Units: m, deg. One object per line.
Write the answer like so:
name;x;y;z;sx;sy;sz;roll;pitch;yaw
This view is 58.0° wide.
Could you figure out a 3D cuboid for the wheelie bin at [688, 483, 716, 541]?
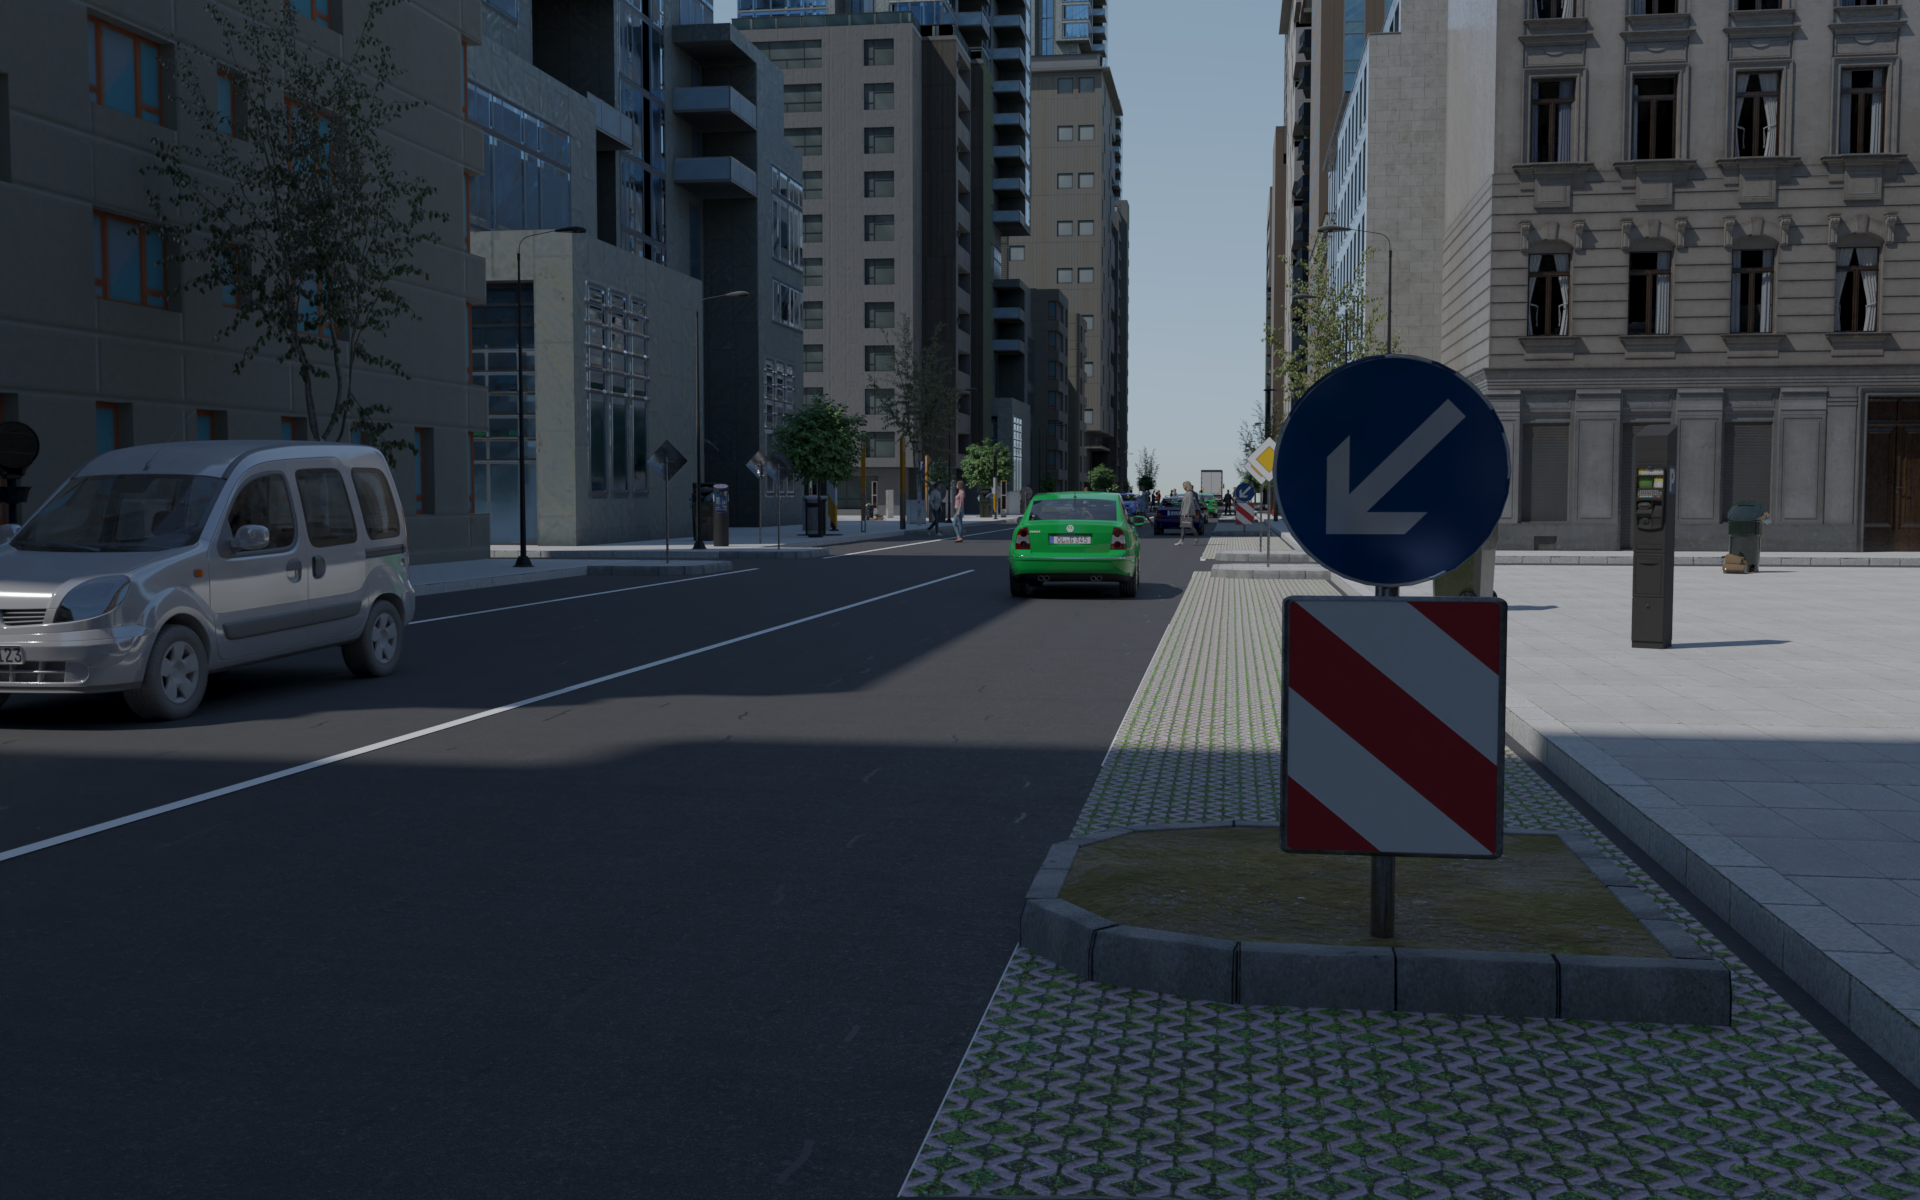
wheelie bin;-6.980;-2.420;47.475;0.980;1.594;0.693;0;4;1

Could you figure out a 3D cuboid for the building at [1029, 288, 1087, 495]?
building;-3.106;-19.409;162.370;27.650;21.520;28.899;1;4;9

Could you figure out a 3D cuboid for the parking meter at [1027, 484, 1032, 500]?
parking meter;4.200;-6.099;105.431;0.255;1.863;0.399;2;4;29

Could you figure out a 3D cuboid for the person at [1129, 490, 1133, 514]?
person;12.234;-6.949;122.831;0.721;1.735;1.217;1;4;10

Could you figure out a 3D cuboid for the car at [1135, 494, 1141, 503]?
car;18.370;-10.571;182.619;2.009;1.686;4.222;1;4;9

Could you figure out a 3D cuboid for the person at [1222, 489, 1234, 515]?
person;18.765;-6.853;121.092;0.434;1.755;0.990;-3;5;-40

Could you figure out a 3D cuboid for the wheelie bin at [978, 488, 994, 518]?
wheelie bin;1.419;-5.265;93.997;0.980;1.594;0.693;1;4;11

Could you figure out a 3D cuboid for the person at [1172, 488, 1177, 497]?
person;13.149;-5.973;106.560;0.834;1.777;0.661;1;4;22

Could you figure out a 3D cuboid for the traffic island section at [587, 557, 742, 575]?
traffic island section;-5.435;-0.598;32.065;2.009;0.180;2.903;1;4;9

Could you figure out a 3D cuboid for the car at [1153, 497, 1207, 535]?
car;7.855;-3.019;61.947;1.945;1.354;3.894;1;4;9

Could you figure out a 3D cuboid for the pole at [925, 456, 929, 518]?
pole;-1.748;-6.028;92.393;0.158;3.312;0.155;0;3;0

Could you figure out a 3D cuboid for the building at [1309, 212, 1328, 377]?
building;26.151;-14.479;101.352;10.561;19.102;19.286;1;4;9

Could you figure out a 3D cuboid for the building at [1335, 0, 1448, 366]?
building;19.905;-12.855;64.937;10.420;20.320;16.860;1;4;9

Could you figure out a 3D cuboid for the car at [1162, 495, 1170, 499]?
car;25.891;-12.290;213.523;1.945;1.354;3.894;1;4;8

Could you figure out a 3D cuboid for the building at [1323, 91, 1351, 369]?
building;22.709;-14.294;82.863;9.793;20.994;18.267;1;4;9

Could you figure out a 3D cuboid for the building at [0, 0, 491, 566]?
building;-25.720;-10.841;22.283;28.899;21.520;27.650;1;4;9

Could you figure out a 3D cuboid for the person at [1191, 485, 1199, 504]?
person;9.609;-3.884;72.120;0.709;1.813;0.853;-2;4;-27

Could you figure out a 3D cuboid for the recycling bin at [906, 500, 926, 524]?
recycling bin;-1.880;-3.772;74.233;0.722;1.027;0.722;-1;4;-15

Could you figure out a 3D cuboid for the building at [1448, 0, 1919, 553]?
building;21.373;-11.785;41.841;18.267;20.994;9.793;1;4;9

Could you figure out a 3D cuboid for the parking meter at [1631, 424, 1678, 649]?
parking meter;5.785;-0.533;14.432;0.255;1.863;0.399;2;4;35

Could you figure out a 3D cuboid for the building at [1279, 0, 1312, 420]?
building;45.670;-35.420;168.355;28.713;52.752;27.495;1;4;9

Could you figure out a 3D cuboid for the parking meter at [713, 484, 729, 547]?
parking meter;-5.841;-2.075;42.335;0.372;1.533;0.369;0;3;0

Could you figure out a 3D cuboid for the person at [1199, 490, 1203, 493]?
person;16.980;-6.851;121.297;0.721;1.735;1.217;1;4;22

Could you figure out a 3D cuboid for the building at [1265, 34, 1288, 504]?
building;49.600;-47.890;221.245;20.563;71.187;20.611;1;4;9

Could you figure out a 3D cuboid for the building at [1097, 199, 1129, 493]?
building;15.453;-33.733;235.122;14.154;41.232;14.086;1;4;9

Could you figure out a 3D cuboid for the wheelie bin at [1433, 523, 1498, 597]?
wheelie bin;5.549;-0.688;19.153;0.693;1.594;0.980;3;4;37

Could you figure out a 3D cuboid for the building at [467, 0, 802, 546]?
building;-18.041;-45.515;56.845;22.319;86.520;31.000;1;4;9

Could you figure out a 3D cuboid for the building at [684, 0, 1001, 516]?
building;-5.149;-50.017;130.448;22.319;86.520;31.000;1;4;9

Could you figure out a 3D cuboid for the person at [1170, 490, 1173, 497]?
person;18.653;-8.796;152.335;0.705;1.821;1.348;0;4;6

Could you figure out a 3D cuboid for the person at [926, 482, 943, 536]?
person;-0.895;-3.129;59.508;0.795;1.843;0.661;2;4;29

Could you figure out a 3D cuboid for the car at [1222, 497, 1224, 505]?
car;33.053;-12.937;223.519;2.014;1.417;4.499;0;4;7

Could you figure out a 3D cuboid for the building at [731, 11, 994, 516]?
building;-5.795;-20.583;108.239;14.160;30.474;14.107;1;4;9

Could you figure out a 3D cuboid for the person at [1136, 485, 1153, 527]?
person;7.946;-4.046;74.746;0.778;1.811;0.616;-1;4;-15

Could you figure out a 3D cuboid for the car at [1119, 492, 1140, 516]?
car;11.145;-6.537;116.466;1.945;1.707;3.694;1;4;11

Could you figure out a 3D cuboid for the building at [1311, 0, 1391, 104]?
building;31.677;-28.773;120.541;14.600;45.320;14.200;1;4;9

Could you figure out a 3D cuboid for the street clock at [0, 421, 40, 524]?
street clock;-9.461;-0.779;17.304;0.358;2.002;0.471;3;5;42

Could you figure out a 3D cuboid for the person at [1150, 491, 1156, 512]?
person;15.688;-8.014;140.444;0.530;1.710;0.541;0;4;-5

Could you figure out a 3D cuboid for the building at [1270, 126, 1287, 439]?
building;44.033;-33.958;205.320;14.600;45.320;14.200;1;4;9

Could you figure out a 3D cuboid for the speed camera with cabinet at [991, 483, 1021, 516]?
speed camera with cabinet;2.751;-6.721;104.219;2.038;3.252;0.660;-3;5;-40

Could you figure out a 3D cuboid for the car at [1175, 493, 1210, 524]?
car;11.320;-4.688;85.444;1.959;1.807;4.718;1;4;10

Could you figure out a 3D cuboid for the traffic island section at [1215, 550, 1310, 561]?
traffic island section;6.660;-0.977;38.254;2.009;0.180;2.903;1;4;9

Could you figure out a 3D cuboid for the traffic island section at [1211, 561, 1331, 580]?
traffic island section;5.424;-0.494;30.364;2.009;0.180;2.903;1;4;9

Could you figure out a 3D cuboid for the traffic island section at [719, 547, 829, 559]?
traffic island section;-4.198;-1.081;39.954;2.009;0.180;2.903;1;4;9

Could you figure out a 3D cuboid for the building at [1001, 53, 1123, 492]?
building;4.961;-38.221;214.157;28.713;52.752;27.495;1;4;9

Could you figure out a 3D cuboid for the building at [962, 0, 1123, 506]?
building;14.091;-57.748;256.846;22.319;86.520;31.000;1;4;9

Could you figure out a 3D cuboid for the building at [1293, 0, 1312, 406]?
building;38.809;-29.760;141.199;22.147;44.769;28.867;1;4;9

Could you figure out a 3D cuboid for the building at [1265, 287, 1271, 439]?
building;49.441;-28.649;240.119;14.160;30.474;14.107;1;4;9

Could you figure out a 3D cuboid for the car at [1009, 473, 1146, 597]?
car;1.758;-1.026;25.578;1.959;1.807;4.718;0;4;7

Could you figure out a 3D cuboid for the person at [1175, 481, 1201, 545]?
person;6.390;-2.428;48.376;0.728;1.800;0.709;0;4;-4

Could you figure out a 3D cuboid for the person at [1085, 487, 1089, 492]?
person;7.182;-5.440;97.545;0.778;1.811;0.616;3;4;37

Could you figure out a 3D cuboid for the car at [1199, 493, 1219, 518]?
car;14.732;-5.890;105.095;1.959;1.807;4.718;0;4;8

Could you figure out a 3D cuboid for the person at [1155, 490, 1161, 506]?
person;19.023;-9.633;165.931;0.705;1.831;1.348;2;4;27

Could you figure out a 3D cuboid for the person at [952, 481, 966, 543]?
person;-0.030;-2.612;51.217;0.388;1.821;0.555;-1;4;-16

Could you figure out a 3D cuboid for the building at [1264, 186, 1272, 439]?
building;56.264;-38.706;256.539;21.300;48.544;21.600;1;4;9

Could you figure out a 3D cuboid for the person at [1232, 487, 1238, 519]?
person;16.006;-5.635;100.437;0.447;1.846;0.655;-1;4;-22
